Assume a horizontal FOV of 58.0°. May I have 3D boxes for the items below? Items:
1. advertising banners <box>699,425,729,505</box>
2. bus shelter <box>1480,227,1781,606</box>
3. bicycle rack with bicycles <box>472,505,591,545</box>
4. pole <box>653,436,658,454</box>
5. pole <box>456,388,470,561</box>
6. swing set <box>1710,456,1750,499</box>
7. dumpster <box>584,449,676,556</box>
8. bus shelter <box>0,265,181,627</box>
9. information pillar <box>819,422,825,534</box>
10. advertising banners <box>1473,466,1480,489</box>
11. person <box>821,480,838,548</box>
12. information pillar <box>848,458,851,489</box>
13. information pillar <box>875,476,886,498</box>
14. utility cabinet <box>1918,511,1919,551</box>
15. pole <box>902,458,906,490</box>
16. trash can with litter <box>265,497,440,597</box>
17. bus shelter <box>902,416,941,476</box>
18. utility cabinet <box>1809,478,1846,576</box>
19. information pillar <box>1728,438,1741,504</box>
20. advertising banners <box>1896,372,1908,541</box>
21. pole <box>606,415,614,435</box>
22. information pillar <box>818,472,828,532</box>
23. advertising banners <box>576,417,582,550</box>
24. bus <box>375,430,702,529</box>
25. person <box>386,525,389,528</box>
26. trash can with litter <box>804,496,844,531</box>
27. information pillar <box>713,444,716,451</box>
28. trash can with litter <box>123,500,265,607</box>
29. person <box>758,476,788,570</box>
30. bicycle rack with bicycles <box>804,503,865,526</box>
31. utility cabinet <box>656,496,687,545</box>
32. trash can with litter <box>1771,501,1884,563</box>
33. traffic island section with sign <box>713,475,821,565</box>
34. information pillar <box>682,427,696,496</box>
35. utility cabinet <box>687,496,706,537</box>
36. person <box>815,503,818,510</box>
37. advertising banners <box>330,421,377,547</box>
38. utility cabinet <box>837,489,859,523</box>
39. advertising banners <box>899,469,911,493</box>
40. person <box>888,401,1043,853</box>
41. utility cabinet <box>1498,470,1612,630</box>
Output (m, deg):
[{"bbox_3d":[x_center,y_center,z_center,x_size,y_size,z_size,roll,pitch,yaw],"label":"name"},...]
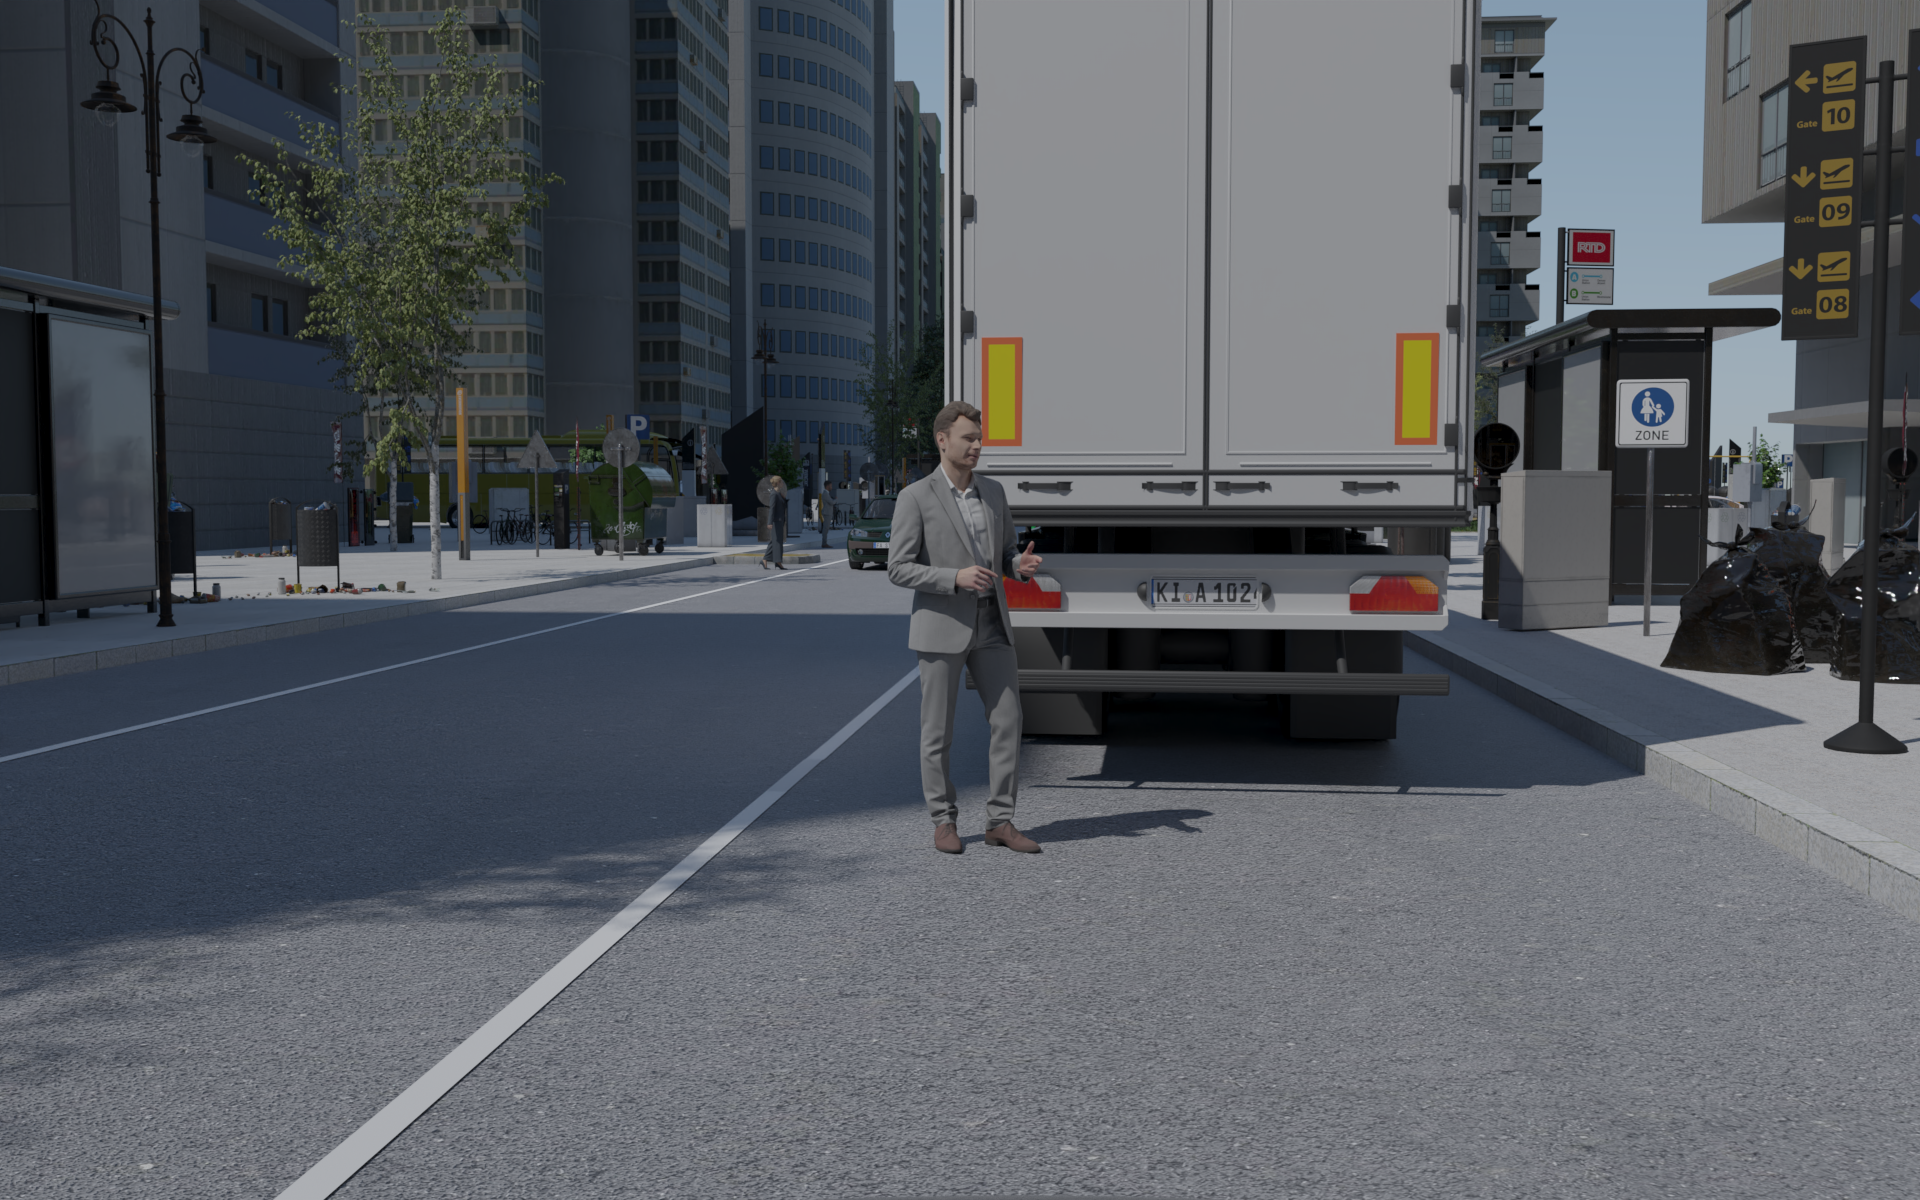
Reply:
[{"bbox_3d":[-6.387,-2.983,44.966,0.090,3.025,2.074,1,4,12],"label":"advertising banners"},{"bbox_3d":[8.585,-2.827,23.857,2.179,5.291,8.768,0,4,5],"label":"bus shelter"},{"bbox_3d":[-10.912,-1.887,44.239,2.852,0.926,2.925,1,4,22],"label":"bicycle rack with bicycles"},{"bbox_3d":[-10.690,-4.103,60.930,0.158,3.312,0.155,0,3,0],"label":"pole"},{"bbox_3d":[-9.581,-2.420,33.404,0.158,3.312,0.155,0,3,0],"label":"pole"},{"bbox_3d":[31.026,-4.476,70.796,3.119,2.851,2.862,-1,4,-12],"label":"swing set"},{"bbox_3d":[-6.978,-2.087,36.624,1.502,2.255,1.985,0,4,5],"label":"dumpster"},{"bbox_3d":[-9.880,-2.250,14.412,2.179,5.291,8.768,0,4,5],"label":"bus shelter"},{"bbox_3d":[-4.457,-3.955,56.019,0.183,3.616,0.504,1,4,10],"label":"information pillar"},{"bbox_3d":[25.652,-5.623,88.127,0.090,3.025,2.074,-3,4,-38],"label":"advertising banners"},{"bbox_3d":[-3.483,-2.300,46.282,0.466,1.800,0.511,-1,4,-18],"label":"person"},{"bbox_3d":[-7.191,-7.381,112.026,0.183,3.616,0.504,-2,4,-33],"label":"information pillar"},{"bbox_3d":[-3.181,-3.924,68.642,0.304,2.012,0.304,-2,4,-31],"label":"information pillar"},{"bbox_3d":[10.945,-0.463,18.734,1.020,1.237,0.306,2,4,29],"label":"utility cabinet"},{"bbox_3d":[-3.133,-6.323,97.230,0.158,3.312,0.155,0,3,0],"label":"pole"},{"bbox_3d":[-7.937,-0.696,22.435,2.233,1.210,1.678,0,4,-8],"label":"trash can with litter"},{"bbox_3d":[-1.639,-6.996,92.009,2.179,5.291,8.768,0,4,6],"label":"bus shelter"},{"bbox_3d":[12.087,-0.948,24.176,0.318,1.500,1.173,2,4,34],"label":"utility cabinet"},{"bbox_3d":[32.596,-4.990,72.944,0.504,3.616,0.183,1,4,9],"label":"information pillar"},{"bbox_3d":[13.274,-1.725,24.388,0.090,3.025,2.074,2,4,30],"label":"advertising banners"},{"bbox_3d":[-9.010,-3.110,44.688,0.158,3.312,0.155,0,3,0],"label":"pole"},{"bbox_3d":[-4.644,-3.309,58.601,0.304,2.012,0.304,0,4,3],"label":"information pillar"},{"bbox_3d":[-8.758,-2.665,39.755,0.090,3.025,2.074,-1,4,-11],"label":"advertising banners"},{"bbox_3d":[-16.152,-4.610,66.923,12.252,3.916,2.896,0,4,4],"label":"bus"},{"bbox_3d":[-22.685,-3.466,69.444,0.640,1.303,0.475,0,4,-7],"label":"person"},{"bbox_3d":[-4.920,-3.082,61.447,1.678,1.210,2.233,2,4,27],"label":"trash can with litter"},{"bbox_3d":[-11.454,-5.450,80.464,0.183,3.616,0.504,-2,4,-26],"label":"information pillar"},{"bbox_3d":[-9.685,-0.577,20.498,2.233,1.210,1.678,0,4,-4],"label":"trash can with litter"},{"bbox_3d":[-3.510,-1.456,32.728,0.534,1.772,0.576,-1,4,-20],"label":"person"},{"bbox_3d":[-5.407,-3.482,70.320,2.852,0.926,2.925,0,4,-4],"label":"bicycle rack with bicycles"},{"bbox_3d":[-7.411,-2.022,44.216,0.306,1.237,1.020,1,4,17],"label":"utility cabinet"},{"bbox_3d":[8.404,-0.382,17.305,1.678,1.210,2.233,2,4,33],"label":"trash can with litter"},{"bbox_3d":[-3.980,-1.686,36.195,1.989,1.847,2.006,0,4,5],"label":"traffic island section with sign"},{"bbox_3d":[-9.458,-4.229,60.504,0.504,3.616,0.183,1,4,15],"label":"information pillar"},{"bbox_3d":[-8.082,-2.483,51.751,1.020,1.237,0.306,-3,5,-43],"label":"utility cabinet"},{"bbox_3d":[-5.296,-3.564,66.681,0.656,1.842,0.836,1,4,15],"label":"person"},{"bbox_3d":[-14.803,-2.819,42.275,0.090,3.025,2.074,1,4,9],"label":"advertising banners"},{"bbox_3d":[-4.908,-4.115,75.965,0.318,1.500,1.173,-3,5,-45],"label":"utility cabinet"},{"bbox_3d":[-4.244,-7.589,120.261,2.074,3.025,0.090,-2,4,-25],"label":"advertising banners"},{"bbox_3d":[0.052,0.110,6.901,0.606,1.804,0.583,-3,4,-37],"label":"person"},{"bbox_3d":[5.650,-0.476,16.464,1.173,1.500,0.318,-2,4,-30],"label":"utility cabinet"}]
